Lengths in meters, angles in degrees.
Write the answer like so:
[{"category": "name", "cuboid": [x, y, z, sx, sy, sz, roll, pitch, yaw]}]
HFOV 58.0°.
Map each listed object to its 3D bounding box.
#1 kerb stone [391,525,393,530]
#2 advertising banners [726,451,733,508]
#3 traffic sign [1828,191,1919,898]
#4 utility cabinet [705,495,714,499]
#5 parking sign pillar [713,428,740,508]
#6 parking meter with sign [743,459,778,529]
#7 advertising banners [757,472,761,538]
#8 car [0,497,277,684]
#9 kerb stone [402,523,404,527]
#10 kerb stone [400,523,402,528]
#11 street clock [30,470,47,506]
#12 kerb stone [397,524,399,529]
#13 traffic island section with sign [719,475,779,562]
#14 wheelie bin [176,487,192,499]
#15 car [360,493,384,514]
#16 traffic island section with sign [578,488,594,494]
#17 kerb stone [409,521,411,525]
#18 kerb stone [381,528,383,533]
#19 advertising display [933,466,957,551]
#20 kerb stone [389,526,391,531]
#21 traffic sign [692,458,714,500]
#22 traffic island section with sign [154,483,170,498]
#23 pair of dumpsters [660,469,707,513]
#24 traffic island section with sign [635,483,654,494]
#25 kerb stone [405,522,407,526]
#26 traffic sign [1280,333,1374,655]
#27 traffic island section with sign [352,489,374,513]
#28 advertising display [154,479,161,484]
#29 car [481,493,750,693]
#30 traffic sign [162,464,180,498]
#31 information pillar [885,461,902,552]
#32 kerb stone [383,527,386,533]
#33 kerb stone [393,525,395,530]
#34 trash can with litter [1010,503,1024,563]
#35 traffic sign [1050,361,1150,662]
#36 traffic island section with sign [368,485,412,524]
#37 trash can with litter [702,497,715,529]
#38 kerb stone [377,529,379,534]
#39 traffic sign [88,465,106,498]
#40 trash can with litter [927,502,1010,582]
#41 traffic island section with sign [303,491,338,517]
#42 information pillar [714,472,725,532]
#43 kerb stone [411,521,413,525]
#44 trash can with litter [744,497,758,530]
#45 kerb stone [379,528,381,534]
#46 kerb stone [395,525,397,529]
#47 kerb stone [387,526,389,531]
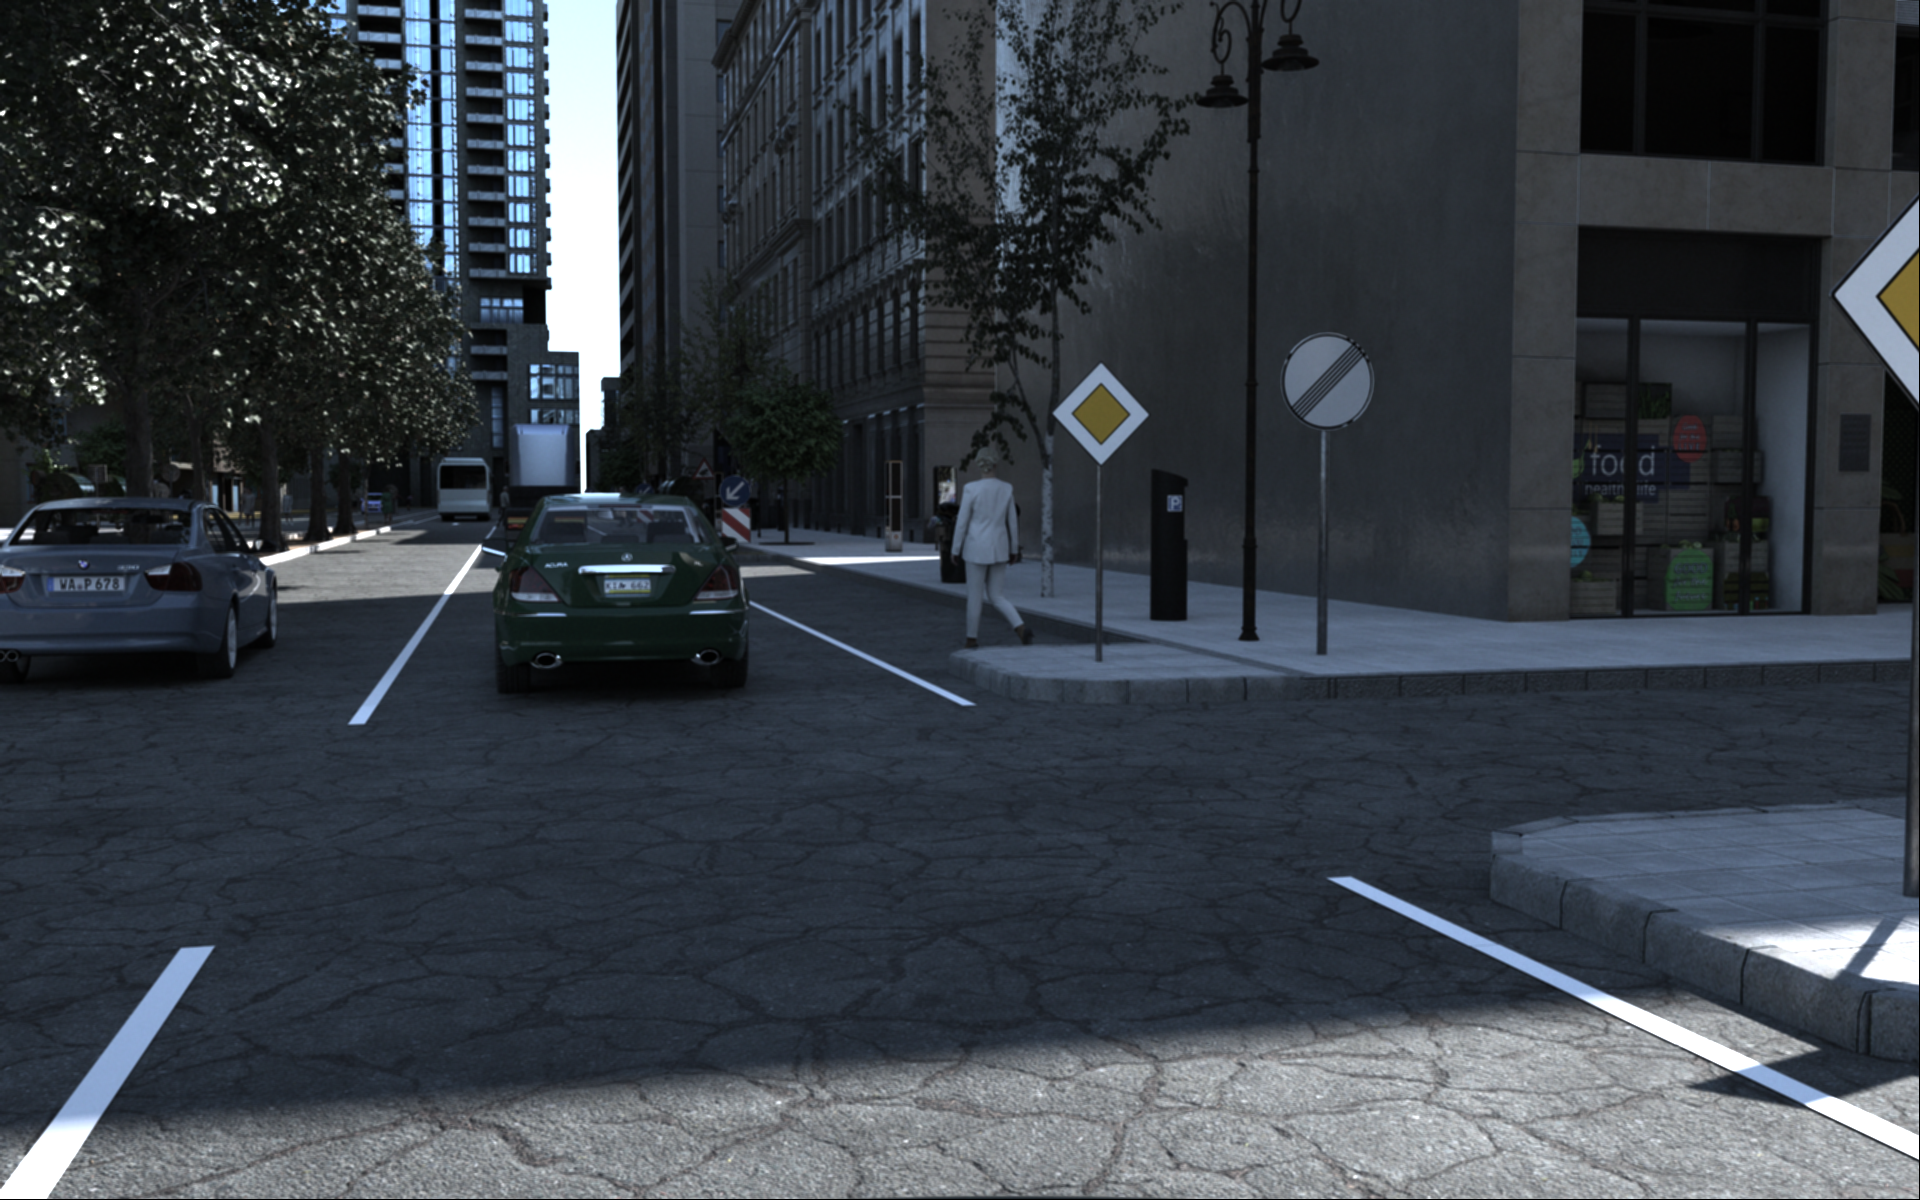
[{"category": "kerb stone", "cuboid": [-22.332, -2.781, 67.663, 0.120, 0.150, 1.000, -1, 4, -14]}, {"category": "advertising banners", "cuboid": [-8.813, -4.296, 66.421, 0.090, 3.025, 2.074, 0, 4, -1]}, {"category": "traffic sign", "cuboid": [3.035, -0.111, 5.464, 0.795, 2.450, 0.064, -1, 4, -14]}, {"category": "utility cabinet", "cuboid": [-11.912, -4.335, 82.032, 0.306, 1.237, 1.020, 2, 4, 33]}, {"category": "parking sign pillar", "cuboid": [-9.561, -5.051, 71.055, 1.447, 3.967, 1.447, 2, 4, 28]}, {"category": "parking meter with sign", "cuboid": [-7.378, -4.130, 63.782, 0.543, 3.016, 1.738, 2, 4, 28]}, {"category": "advertising banners", "cuboid": [-5.982, -3.391, 51.631, 0.090, 3.025, 2.074, 0, 4, -5]}, {"category": "car", "cuboid": [-6.849, -0.153, 14.509, 2.014, 1.417, 4.499, -1, 4, -15]}, {"category": "kerb stone", "cuboid": [-23.856, -3.146, 73.634, 0.120, 0.150, 1.000, -1, 4, -14]}, {"category": "kerb stone", "cuboid": [-23.604, -3.081, 72.643, 0.120, 0.150, 1.000, -1, 4, -14]}, {"category": "street clock", "cuboid": [-28.074, -2.950, 52.800, 0.471, 2.002, 0.358, 2, 4, 28]}, {"category": "kerb stone", "cuboid": [-23.103, -2.963, 70.660, 0.120, 0.150, 1.000, -1, 4, -14]}, {"category": "traffic island section with sign", "cuboid": [-5.017, -1.745, 37.157, 1.989, 1.847, 2.006, -1, 4, -14]}, {"category": "wheelie bin", "cuboid": [-34.733, -4.260, 77.564, 0.693, 1.594, 0.980, -2, 4, -26]}, {"category": "car", "cuboid": [-41.581, -6.942, 123.087, 1.945, 1.707, 3.694, -1, 4, -15]}, {"category": "traffic island section with sign", "cuboid": [-24.132, -6.328, 112.083, 1.989, 1.847, 2.006, -1, 4, -14]}, {"category": "kerb stone", "cuboid": [-25.130, -3.451, 78.615, 0.120, 0.150, 1.000, -1, 4, -14]}, {"category": "kerb stone", "cuboid": [-21.074, -2.478, 62.707, 0.120, 0.150, 1.000, -1, 4, -14]}, {"category": "advertising display", "cuboid": [-0.339, -2.106, 39.653, 0.123, 1.923, 0.974, 2, 4, 26]}, {"category": "kerb stone", "cuboid": [-22.084, -2.720, 66.671, 0.120, 0.150, 1.000, -1, 4, -14]}, {"category": "traffic sign", "cuboid": [-9.117, -3.780, 61.811, 0.884, 2.594, 0.081, -1, 4, -12]}, {"category": "traffic island section with sign", "cuboid": [-27.405, -3.096, 59.254, 1.989, 1.847, 2.006, -1, 4, -14]}, {"category": "pair of dumpsters", "cuboid": [-10.996, -4.065, 68.951, 1.574, 2.255, 4.437, -1, 4, -14]}, {"category": "traffic island section with sign", "cuboid": [-11.674, -3.343, 63.280, 1.989, 1.847, 2.006, -1, 4, -14]}, {"category": "kerb stone", "cuboid": [-24.371, -3.265, 75.628, 0.120, 0.150, 1.000, -1, 4, -14]}, {"category": "traffic sign", "cuboid": [2.895, -0.836, 13.777, 0.768, 2.556, 0.104, -1, 4, -9]}, {"category": "traffic island section with sign", "cuboid": [-46.473, -7.670, 134.026, 1.989, 1.847, 2.006, -1, 4, -14]}, {"category": "advertising display", "cuboid": [-34.189, -4.160, 73.225, 0.974, 1.923, 0.123, 1, 4, 22]}, {"category": "car", "cuboid": [-2.799, -0.137, 14.043, 2.131, 1.459, 4.920, -1, 4, -13]}, {"category": "traffic sign", "cuboid": [-33.232, -4.455, 72.951, 0.768, 2.556, 0.104, -1, 4, -8]}, {"category": "information pillar", "cuboid": [-1.470, -2.075, 38.415, 0.304, 2.012, 0.304, -2, 4, -23]}, {"category": "kerb stone", "cuboid": [-21.322, -2.535, 63.699, 0.120, 0.150, 1.000, -1, 4, -14]}, {"category": "kerb stone", "cuboid": [-22.595, -2.842, 68.658, 0.120, 0.150, 1.000, -1, 4, -14]}, {"category": "trash can with litter", "cuboid": [0.851, -1.291, 32.500, 0.624, 1.170, 1.055, 1, 4, 11]}, {"category": "traffic sign", "cuboid": [1.061, -0.585, 13.202, 0.795, 2.450, 0.064, -1, 4, -14]}, {"category": "traffic island section with sign", "cuboid": [-27.400, -4.593, 83.233, 2.006, 1.907, 1.989, -1, 4, -14]}, {"category": "trash can with litter", "cuboid": [-8.735, -2.989, 60.257, 0.624, 1.170, 1.055, -1, 4, -17]}, {"category": "kerb stone", "cuboid": [-20.565, -2.357, 60.726, 0.120, 0.150, 1.000, -1, 4, -14]}, {"category": "traffic sign", "cuboid": [-30.219, -3.581, 60.673, 0.606, 2.300, 0.079, 0, 4, -7]}, {"category": "trash can with litter", "cuboid": [0.089, -0.848, 25.255, 1.055, 1.170, 0.624, -3, 5, -42]}, {"category": "traffic island section with sign", "cuboid": [-39.804, -6.072, 107.905, 1.989, 1.847, 2.006, -1, 4, -14]}, {"category": "information pillar", "cuboid": [-8.146, -3.319, 58.753, 0.304, 2.012, 0.304, 0, 4, 6]}, {"category": "kerb stone", "cuboid": [-25.377, -3.511, 79.618, 0.120, 0.150, 1.000, -1, 4, -14]}, {"category": "trash can with litter", "cuboid": [-7.510, -3.049, 61.239, 0.624, 1.170, 1.055, -2, 4, -25]}, {"category": "kerb stone", "cuboid": [-20.818, -2.417, 61.717, 0.120, 0.150, 1.000, -1, 4, -14]}, {"category": "kerb stone", "cuboid": [-22.847, -2.894, 69.661, 0.120, 0.150, 1.000, -1, 4, -14]}, {"category": "kerb stone", "cuboid": [-21.832, -2.659, 65.679, 0.120, 0.150, 1.000, -1, 4, -14]}]
